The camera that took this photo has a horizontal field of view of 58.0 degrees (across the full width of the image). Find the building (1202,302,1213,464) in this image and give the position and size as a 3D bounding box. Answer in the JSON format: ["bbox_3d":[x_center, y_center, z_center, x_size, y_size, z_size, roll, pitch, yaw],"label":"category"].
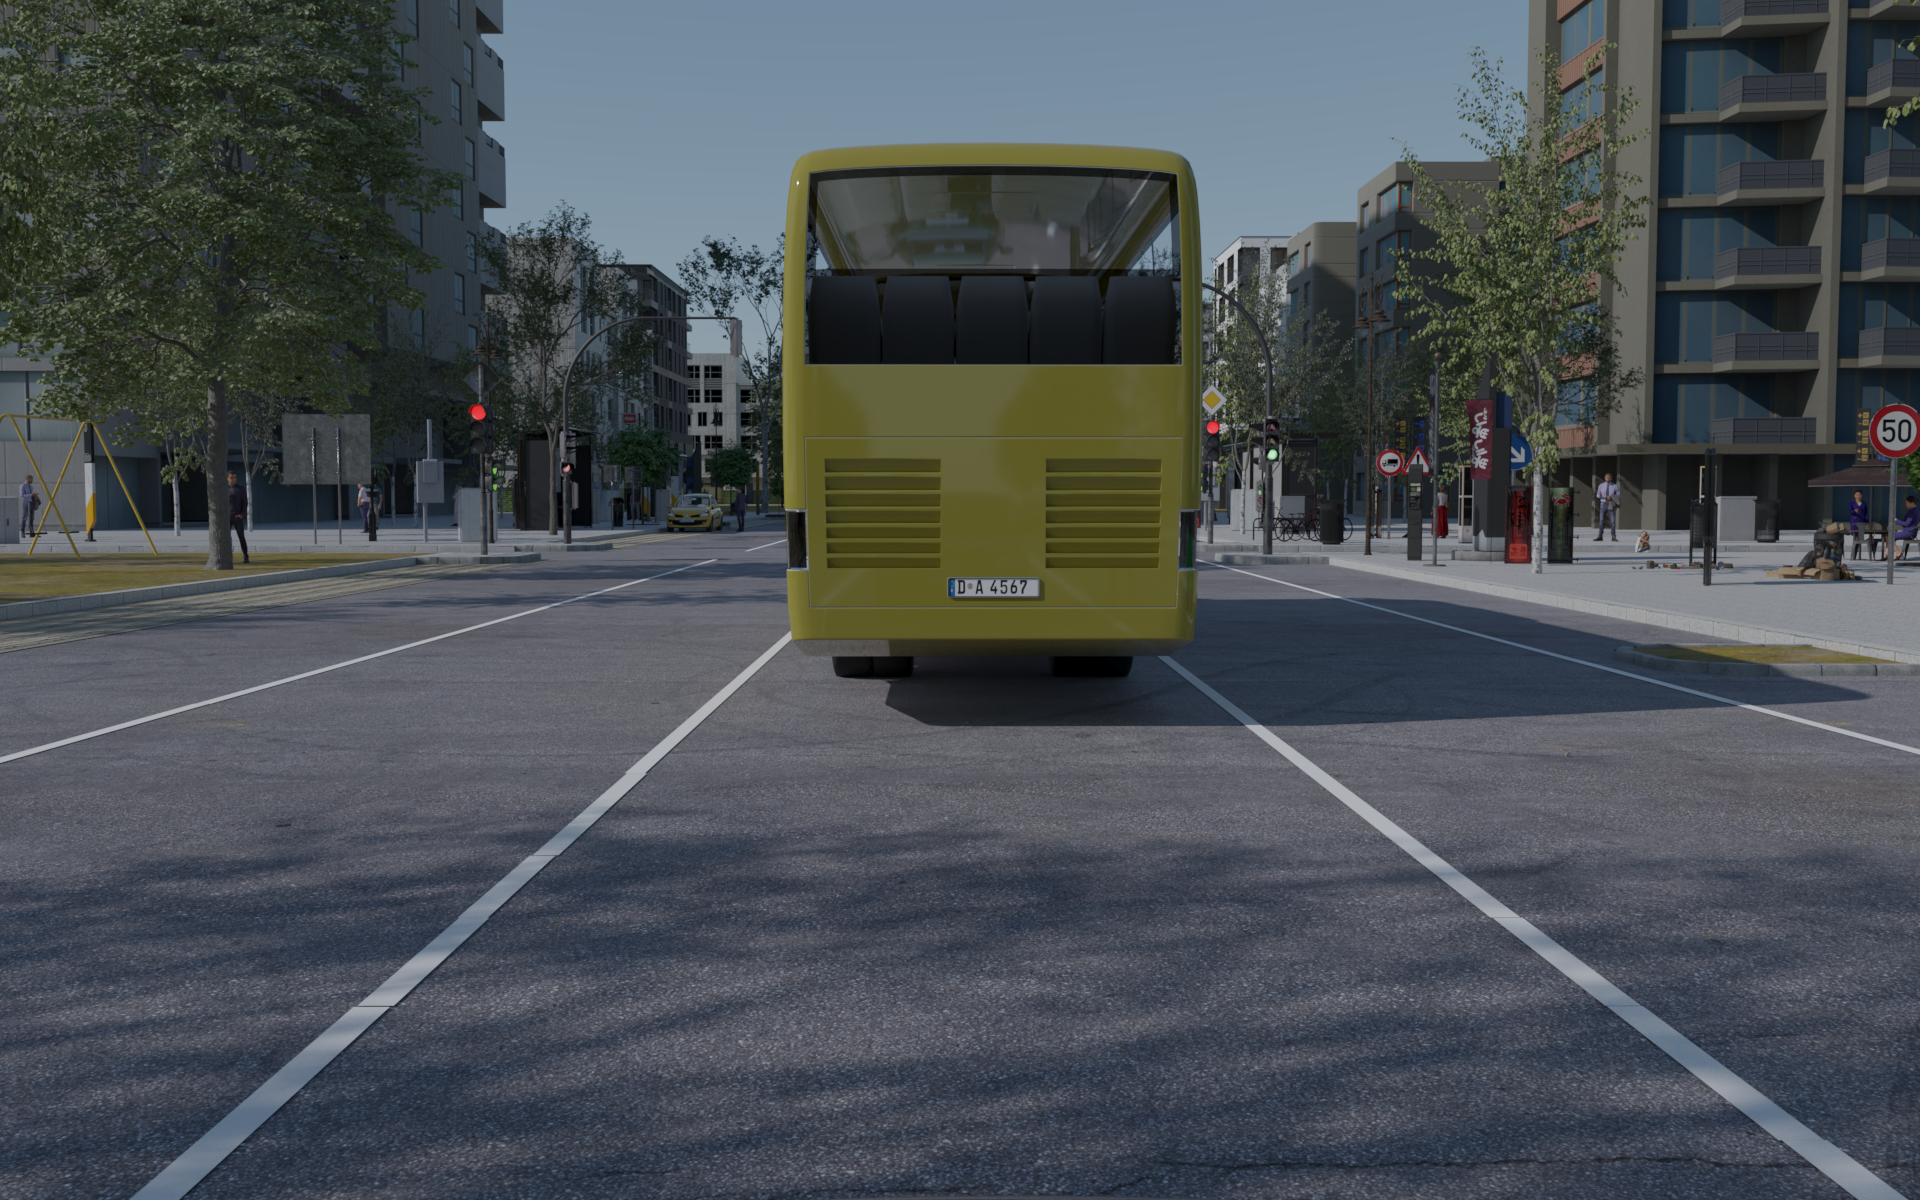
[{"bbox_3d":[29.399,-19.574,176.452,16.016,20.091,11.380,0,4,0],"label":"building"}]

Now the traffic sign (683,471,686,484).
[{"bbox_3d":[-14.610,-5.693,93.185,0.768,2.556,0.104,0,4,6],"label":"traffic sign"}]

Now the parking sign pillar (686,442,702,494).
[{"bbox_3d":[-13.555,-6.100,88.214,1.447,3.967,1.447,1,4,9],"label":"parking sign pillar"}]

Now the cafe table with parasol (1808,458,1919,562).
[{"bbox_3d":[17.598,-1.745,33.394,2.610,1.966,2.610,0,4,5],"label":"cafe table with parasol"}]

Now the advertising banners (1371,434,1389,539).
[{"bbox_3d":[12.197,-3.316,50.400,0.090,3.025,2.074,2,4,29],"label":"advertising banners"}]

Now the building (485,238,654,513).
[{"bbox_3d":[-35.043,-16.448,135.387,16.747,18.905,31.486,0,4,0],"label":"building"}]

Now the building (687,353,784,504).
[{"bbox_3d":[-20.855,-21.986,225.920,31.486,18.905,16.747,0,4,0],"label":"building"}]

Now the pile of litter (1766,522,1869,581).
[{"bbox_3d":[12.983,-0.751,26.241,1.176,0.858,1.719,0,4,1],"label":"pile of litter"}]

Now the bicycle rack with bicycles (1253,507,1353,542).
[{"bbox_3d":[9.509,-2.104,47.784,2.925,0.926,2.852,-1,4,-16],"label":"bicycle rack with bicycles"}]

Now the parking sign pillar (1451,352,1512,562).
[{"bbox_3d":[10.284,-2.754,33.502,1.447,3.967,1.447,0,4,5],"label":"parking sign pillar"}]

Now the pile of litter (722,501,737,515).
[{"bbox_3d":[-14.119,-5.631,106.030,1.176,0.858,1.719,1,4,8],"label":"pile of litter"}]

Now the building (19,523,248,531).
[{"bbox_3d":[-41.224,-29.437,70.532,28.713,52.752,27.495,0,4,0],"label":"building"}]

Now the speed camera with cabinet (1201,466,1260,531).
[{"bbox_3d":[9.367,-4.022,60.100,2.038,3.252,0.660,0,4,8],"label":"speed camera with cabinet"}]

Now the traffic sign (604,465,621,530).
[{"bbox_3d":[-12.267,-3.607,61.102,0.606,2.300,0.079,0,4,3],"label":"traffic sign"}]

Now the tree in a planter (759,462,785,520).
[{"bbox_3d":[-10.075,-6.060,96.298,1.991,3.239,1.994,0,4,0],"label":"tree in a planter"}]

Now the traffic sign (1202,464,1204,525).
[{"bbox_3d":[10.190,-4.412,72.239,0.768,2.556,0.104,1,4,8],"label":"traffic sign"}]

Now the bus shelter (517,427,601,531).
[{"bbox_3d":[-14.583,-4.403,63.277,1.731,3.624,6.357,0,4,0],"label":"bus shelter"}]

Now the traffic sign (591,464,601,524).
[{"bbox_3d":[-15.771,-4.535,74.251,0.768,2.556,0.104,0,4,7],"label":"traffic sign"}]

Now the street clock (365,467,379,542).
[{"bbox_3d":[-15.903,-2.586,46.854,0.358,2.002,0.471,-1,4,-10],"label":"street clock"}]

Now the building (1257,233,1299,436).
[{"bbox_3d":[30.877,-16.802,131.125,16.016,20.091,11.380,0,4,0],"label":"building"}]

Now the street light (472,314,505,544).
[{"bbox_3d":[-12.139,-4.399,44.712,0.468,5.910,1.993,0,4,0],"label":"street light"}]

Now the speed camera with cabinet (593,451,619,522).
[{"bbox_3d":[-16.711,-5.278,80.633,0.660,3.252,2.038,2,4,25],"label":"speed camera with cabinet"}]

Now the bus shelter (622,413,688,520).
[{"bbox_3d":[-15.630,-6.771,88.330,2.179,5.291,8.768,0,4,0],"label":"bus shelter"}]

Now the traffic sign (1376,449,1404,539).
[{"bbox_3d":[12.143,-2.989,48.972,0.768,2.556,0.104,0,4,5],"label":"traffic sign"}]

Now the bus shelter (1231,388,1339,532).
[{"bbox_3d":[11.784,-5.223,63.028,2.179,5.291,8.768,0,4,0],"label":"bus shelter"}]

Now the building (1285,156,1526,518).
[{"bbox_3d":[36.350,-15.887,104.795,27.650,21.520,28.899,0,4,0],"label":"building"}]

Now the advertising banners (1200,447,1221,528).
[{"bbox_3d":[8.811,-4.219,65.173,2.074,3.025,0.090,2,4,26],"label":"advertising banners"}]

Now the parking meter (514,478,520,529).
[{"bbox_3d":[-16.153,-3.521,63.283,0.255,1.863,0.399,-1,4,-16],"label":"parking meter"}]

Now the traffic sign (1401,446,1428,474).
[{"bbox_3d":[12.403,-2.873,46.971,0.884,2.594,0.081,0,4,5],"label":"traffic sign"}]

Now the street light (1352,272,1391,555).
[{"bbox_3d":[8.564,-3.877,36.183,0.468,5.910,1.993,0,4,0],"label":"street light"}]

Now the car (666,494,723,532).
[{"bbox_3d":[-10.094,-3.407,65.934,2.015,1.641,3.980,0,4,0],"label":"car"}]

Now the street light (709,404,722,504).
[{"bbox_3d":[-12.328,-7.026,87.661,0.468,5.910,1.993,0,4,0],"label":"street light"}]

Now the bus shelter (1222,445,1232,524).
[{"bbox_3d":[12.427,-5.852,73.319,2.179,5.291,8.768,0,4,0],"label":"bus shelter"}]

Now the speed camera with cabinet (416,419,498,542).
[{"bbox_3d":[-13.485,-3.185,46.415,2.038,3.252,0.660,-1,4,-20],"label":"speed camera with cabinet"}]

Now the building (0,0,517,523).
[{"bbox_3d":[-41.938,-31.115,97.972,28.713,52.752,27.495,0,4,0],"label":"building"}]

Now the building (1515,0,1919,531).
[{"bbox_3d":[36.937,-25.349,69.075,28.867,44.769,22.147,0,4,0],"label":"building"}]

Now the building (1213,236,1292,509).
[{"bbox_3d":[36.001,-18.948,153.769,27.936,21.610,32.646,0,4,0],"label":"building"}]

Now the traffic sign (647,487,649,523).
[{"bbox_3d":[-13.947,-4.725,77.364,0.768,2.556,0.104,0,4,2],"label":"traffic sign"}]

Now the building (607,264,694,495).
[{"bbox_3d":[-43.737,-19.813,167.911,32.646,21.610,27.936,0,4,0],"label":"building"}]

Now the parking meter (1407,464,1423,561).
[{"bbox_3d":[8.780,-1.694,33.402,0.255,1.863,0.399,1,4,19],"label":"parking meter"}]

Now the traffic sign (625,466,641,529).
[{"bbox_3d":[-12.079,-3.785,64.011,0.606,2.300,0.079,0,4,3],"label":"traffic sign"}]

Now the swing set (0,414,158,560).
[{"bbox_3d":[-18.426,-2.285,34.986,2.862,2.851,3.119,0,4,4],"label":"swing set"}]

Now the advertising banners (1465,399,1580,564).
[{"bbox_3d":[10.295,-2.177,31.776,2.074,3.025,0.090,0,4,6],"label":"advertising banners"}]
